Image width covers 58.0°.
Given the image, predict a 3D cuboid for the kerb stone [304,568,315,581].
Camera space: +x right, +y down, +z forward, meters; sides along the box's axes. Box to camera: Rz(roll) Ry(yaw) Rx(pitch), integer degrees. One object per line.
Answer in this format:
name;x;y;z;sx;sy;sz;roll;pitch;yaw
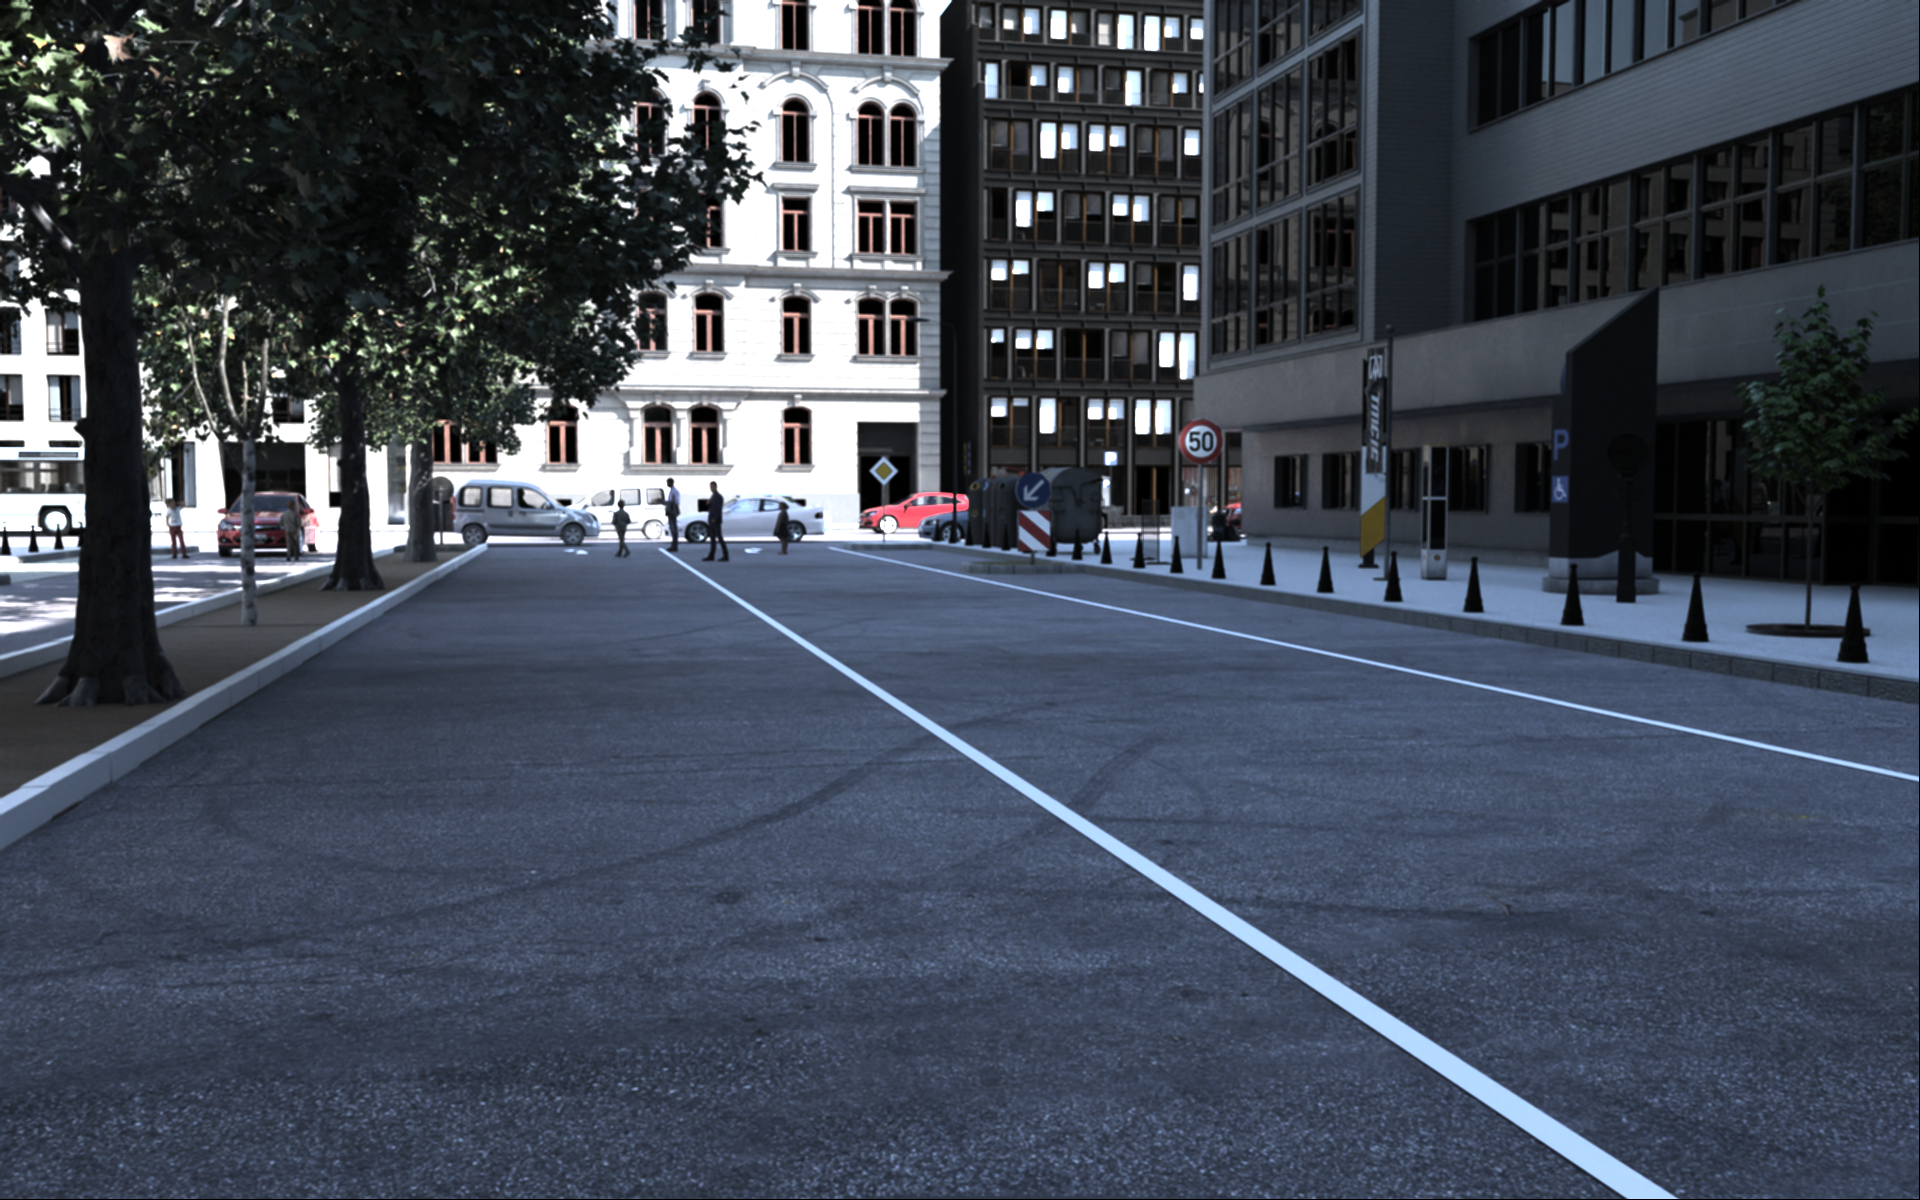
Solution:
kerb stone;-10.873;-0.393;28.690;0.120;0.150;1.000;-1;4;-12

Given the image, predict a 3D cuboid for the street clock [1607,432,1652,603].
street clock;7.886;-0.971;20.445;0.471;2.002;0.358;2;4;31

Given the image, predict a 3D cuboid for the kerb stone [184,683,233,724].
kerb stone;-4.835;0.679;11.094;0.120;0.150;1.000;-1;4;-12

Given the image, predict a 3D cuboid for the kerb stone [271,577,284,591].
kerb stone;-10.205;-0.210;25.669;0.120;0.150;1.000;-1;4;-12

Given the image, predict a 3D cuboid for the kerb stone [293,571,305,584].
kerb stone;-10.654;-0.336;27.688;0.120;0.150;1.000;-1;4;-12

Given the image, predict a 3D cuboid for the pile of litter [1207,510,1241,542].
pile of litter;6.859;-2.015;46.903;1.719;0.858;1.176;-1;4;-10

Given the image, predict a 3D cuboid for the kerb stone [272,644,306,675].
kerb stone;-5.491;0.495;14.103;0.120;0.150;1.000;-1;4;-12

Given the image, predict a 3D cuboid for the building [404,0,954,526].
building;-12.936;-17.749;77.589;23.554;28.519;14.401;-1;4;-12

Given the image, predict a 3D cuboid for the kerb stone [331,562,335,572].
kerb stone;-11.540;-0.580;31.692;0.120;0.150;1.000;-1;4;-12

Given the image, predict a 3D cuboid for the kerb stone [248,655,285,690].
kerb stone;-5.271;0.556;13.098;0.120;0.150;1.000;-1;4;-12

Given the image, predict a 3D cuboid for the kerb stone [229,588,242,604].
kerb stone;-9.545;-0.026;22.662;0.120;0.150;1.000;-1;4;-12

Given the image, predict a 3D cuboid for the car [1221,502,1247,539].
car;10.361;-2.640;51.830;5.304;1.827;2.281;-1;4;-11

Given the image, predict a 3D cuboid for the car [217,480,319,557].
car;-16.377;-1.960;41.091;2.155;1.783;4.494;-1;4;-13

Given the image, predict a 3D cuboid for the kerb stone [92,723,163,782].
kerb stone;-4.382;0.801;9.095;0.120;0.150;1.000;-1;4;-12

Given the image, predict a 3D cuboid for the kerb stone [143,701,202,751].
kerb stone;-4.604;0.740;10.095;0.120;0.150;1.000;-1;4;-12

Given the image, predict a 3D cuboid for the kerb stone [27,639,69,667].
kerb stone;-7.764;0.469;14.635;0.120;0.150;1.000;-1;4;-12

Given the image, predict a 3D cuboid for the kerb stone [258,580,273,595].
kerb stone;-9.980;-0.147;24.670;0.120;0.150;1.000;-1;4;-12

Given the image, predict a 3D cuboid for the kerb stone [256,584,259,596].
kerb stone;-9.769;-0.090;23.666;0.120;0.150;1.000;-1;4;-12

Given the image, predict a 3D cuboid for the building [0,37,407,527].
building;-32.098;-13.221;70.919;16.860;20.320;10.420;-1;4;-12

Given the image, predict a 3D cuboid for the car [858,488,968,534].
car;-1.494;-3.309;63.144;4.494;1.783;2.155;-1;4;-13

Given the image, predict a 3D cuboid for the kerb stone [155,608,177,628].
kerb stone;-8.644;0.217;18.655;0.120;0.150;1.000;-1;4;-12

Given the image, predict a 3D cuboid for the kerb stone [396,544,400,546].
kerb stone;-13.987;-1.256;42.724;0.120;0.150;1.000;-1;4;-12

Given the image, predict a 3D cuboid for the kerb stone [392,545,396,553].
kerb stone;-13.759;-1.193;41.723;0.120;0.150;1.000;-1;4;-12

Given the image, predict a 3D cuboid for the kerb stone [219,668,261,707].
kerb stone;-5.053;0.618;12.097;0.120;0.150;1.000;-1;4;-12

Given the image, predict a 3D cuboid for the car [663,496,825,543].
car;-6.428;-2.406;51.696;4.827;1.381;2.083;-1;4;-14

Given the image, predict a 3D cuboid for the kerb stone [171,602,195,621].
kerb stone;-8.879;0.156;19.652;0.120;0.150;1.000;-1;4;-12

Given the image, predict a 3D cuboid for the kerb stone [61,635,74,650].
kerb stone;-7.987;0.402;15.644;0.120;0.150;1.000;-1;4;-12

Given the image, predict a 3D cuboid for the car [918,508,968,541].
car;1.047;-2.288;49.404;4.499;1.417;2.014;-1;4;-12

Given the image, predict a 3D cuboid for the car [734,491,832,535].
car;-6.343;-3.120;60.604;3.694;1.707;1.945;-1;4;-11

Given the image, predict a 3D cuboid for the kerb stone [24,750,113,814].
kerb stone;-4.169;0.863;8.093;0.120;0.150;1.000;-1;4;-12

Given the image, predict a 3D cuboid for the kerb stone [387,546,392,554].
kerb stone;-13.537;-1.132;40.723;0.120;0.150;1.000;-1;4;-12

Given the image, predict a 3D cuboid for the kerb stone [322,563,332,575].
kerb stone;-11.314;-0.520;30.691;0.120;0.150;1.000;-1;4;-12

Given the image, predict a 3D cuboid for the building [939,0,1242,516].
building;7.179;-15.356;80.756;15.834;23.373;12.332;-1;4;-12

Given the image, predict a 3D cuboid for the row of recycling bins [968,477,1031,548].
row of recycling bins;1.026;-2.178;42.729;1.069;1.692;3.534;-1;4;-14

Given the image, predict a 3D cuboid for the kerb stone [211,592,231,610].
kerb stone;-9.316;0.033;21.663;0.120;0.150;1.000;-1;4;-12

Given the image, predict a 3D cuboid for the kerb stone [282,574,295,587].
kerb stone;-10.427;-0.274;26.679;0.120;0.150;1.000;-1;4;-12

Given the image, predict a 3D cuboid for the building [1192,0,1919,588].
building;15.592;-12.856;29.263;14.314;24.678;30.058;-1;4;-12

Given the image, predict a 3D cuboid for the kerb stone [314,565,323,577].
kerb stone;-11.094;-0.458;29.690;0.120;0.150;1.000;-1;4;-12

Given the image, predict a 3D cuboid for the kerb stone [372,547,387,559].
kerb stone;-13.316;-1.072;39.722;0.120;0.150;1.000;-1;4;-12

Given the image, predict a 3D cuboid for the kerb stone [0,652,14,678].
kerb stone;-7.538;0.524;13.635;0.120;0.150;1.000;-1;4;-12

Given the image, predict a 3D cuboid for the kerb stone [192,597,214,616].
kerb stone;-9.096;0.094;20.656;0.120;0.150;1.000;-1;4;-12

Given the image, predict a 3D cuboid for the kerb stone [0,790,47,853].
kerb stone;-3.935;0.924;7.095;0.120;0.150;1.000;-1;4;-12
